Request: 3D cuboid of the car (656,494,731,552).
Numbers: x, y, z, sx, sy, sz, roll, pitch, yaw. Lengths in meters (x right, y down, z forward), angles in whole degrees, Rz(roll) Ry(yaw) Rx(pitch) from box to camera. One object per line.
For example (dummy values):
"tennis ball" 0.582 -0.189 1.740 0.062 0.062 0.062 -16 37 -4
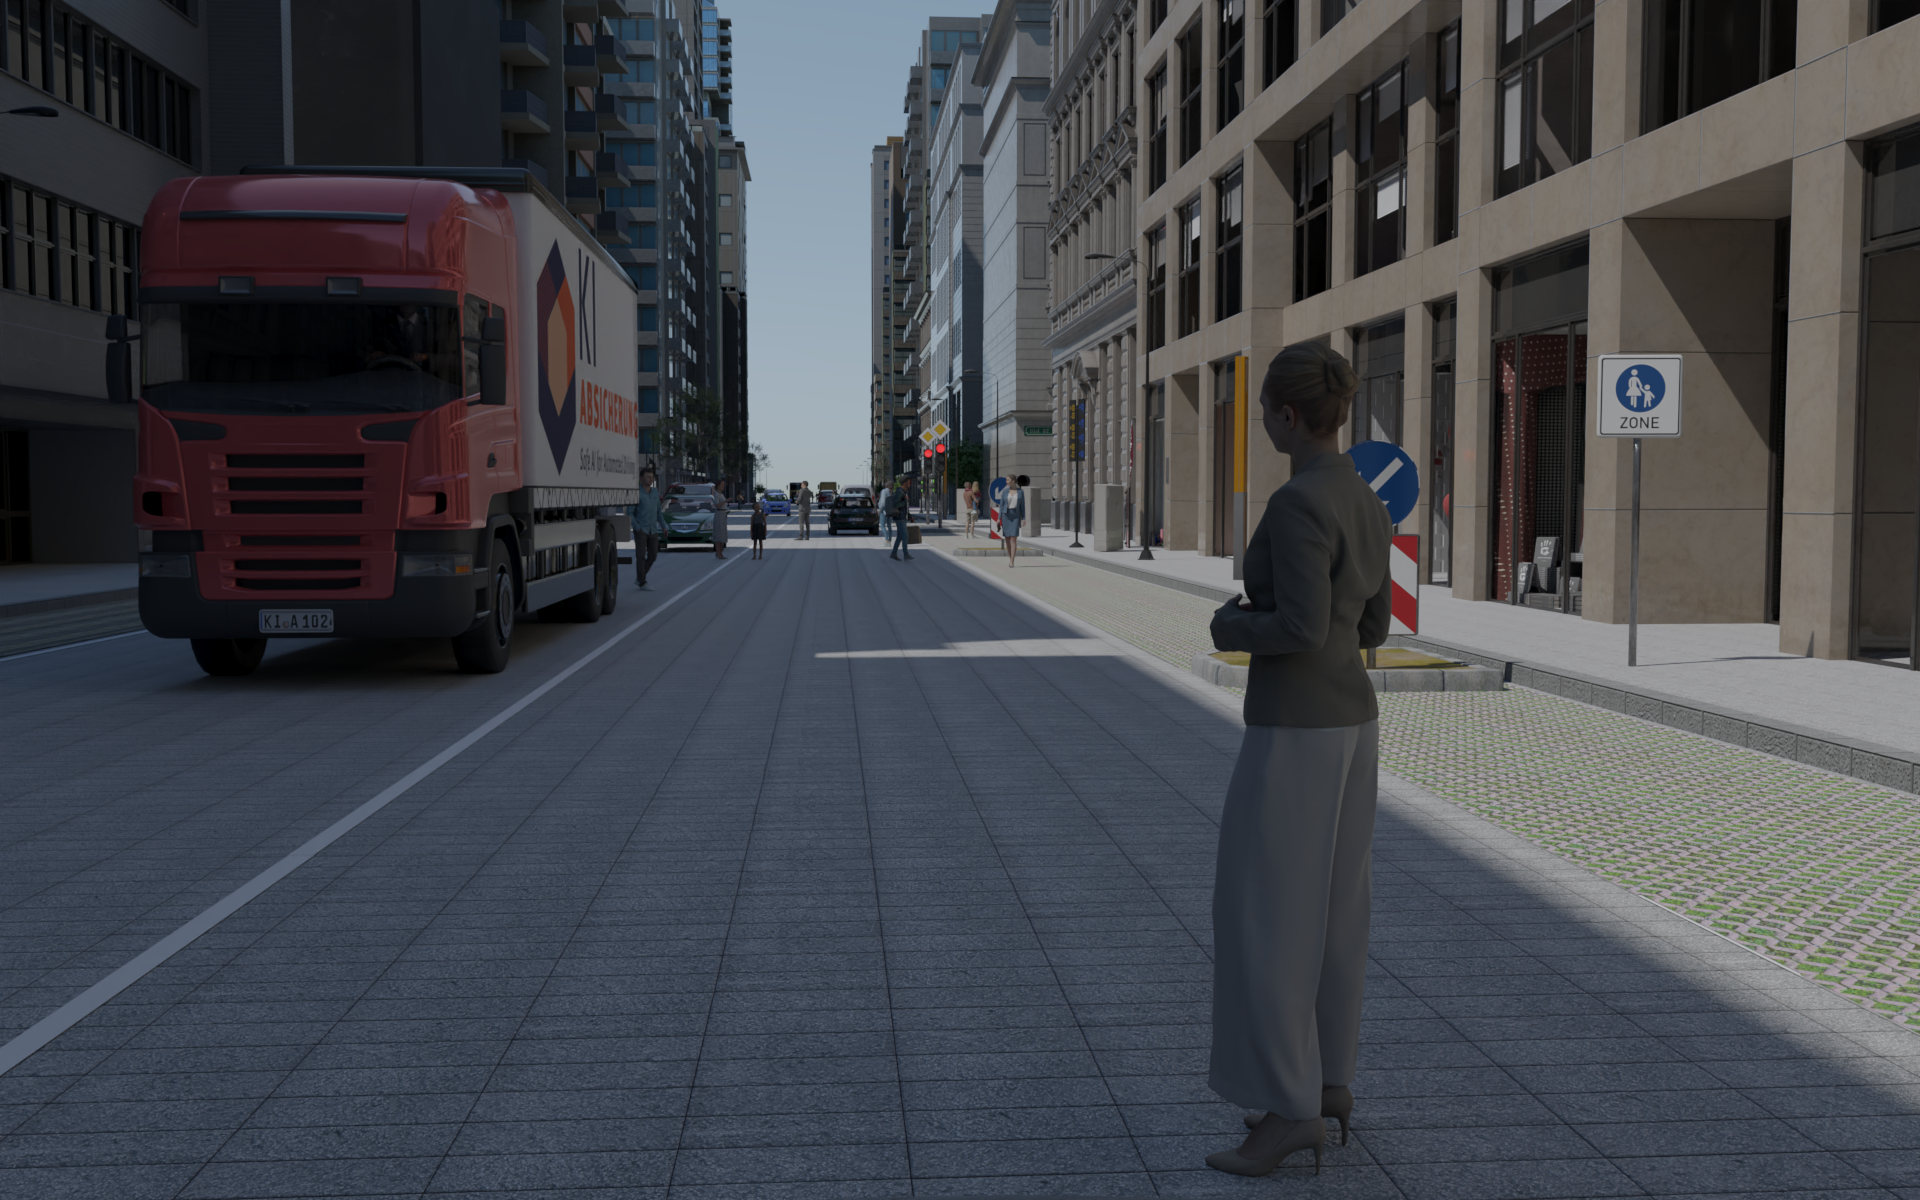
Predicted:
"car" -6.954 -2.001 44.522 2.131 1.459 4.920 0 4 -6

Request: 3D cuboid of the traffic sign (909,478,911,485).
"traffic sign" -4.061 -8.001 130.920 0.768 2.556 0.104 0 4 0

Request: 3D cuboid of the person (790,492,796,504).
"person" -25.243 -15.426 261.427 1.217 1.735 0.721 2 4 34

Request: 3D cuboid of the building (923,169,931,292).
"building" 3.597 -23.560 156.909 14.160 30.474 14.107 0 4 -4

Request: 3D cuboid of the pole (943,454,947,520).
"pole" -0.766 -5.717 87.310 0.158 3.312 0.155 0 3 0

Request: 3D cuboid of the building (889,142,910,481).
"building" -1.648 -34.600 215.827 14.600 45.320 14.200 0 4 -4

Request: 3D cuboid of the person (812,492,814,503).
"person" -23.178 -16.154 272.761 0.705 1.807 1.348 1 4 9

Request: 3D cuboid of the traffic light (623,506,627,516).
"traffic light" -13.890 -5.070 71.814 0.839 4.253 0.868 0 4 -4

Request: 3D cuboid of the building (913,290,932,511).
"building" 1.966 -16.725 138.075 10.561 19.102 19.286 0 4 -4

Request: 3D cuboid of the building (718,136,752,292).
"building" -45.716 -40.862 257.330 28.713 52.752 27.495 0 4 -4

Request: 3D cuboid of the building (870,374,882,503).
"building" 0.519 -25.661 264.596 27.650 21.520 28.899 0 4 -4

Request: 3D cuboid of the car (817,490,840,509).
"car" -12.684 -9.718 167.565 2.281 1.827 5.304 0 4 -3

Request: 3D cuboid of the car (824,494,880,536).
"car" -3.785 -3.146 61.228 2.009 1.686 4.222 0 4 -6

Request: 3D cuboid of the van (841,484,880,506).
"van" -4.504 -4.244 76.402 2.013 2.044 4.112 0 4 -3

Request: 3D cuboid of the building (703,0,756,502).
"building" -44.934 -59.509 285.635 22.319 86.520 31.000 0 4 -4

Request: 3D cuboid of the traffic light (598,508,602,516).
"traffic light" -13.286 -4.583 63.851 0.839 4.253 0.868 0 4 -4

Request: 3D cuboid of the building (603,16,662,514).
"building" -37.393 -26.096 118.551 32.217 40.220 23.993 0 4 -4

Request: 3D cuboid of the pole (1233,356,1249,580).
"pole" 4.178 -1.952 25.753 0.158 3.312 0.155 0 3 0

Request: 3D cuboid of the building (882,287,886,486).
"building" -3.923 -28.749 241.742 14.160 30.474 14.107 0 4 -4

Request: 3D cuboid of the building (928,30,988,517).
"building" 4.358 -20.500 112.674 11.434 29.767 29.804 0 4 -4

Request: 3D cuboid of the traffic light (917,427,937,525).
"traffic light" -1.366 -5.129 72.776 0.839 4.253 0.868 0 4 -4

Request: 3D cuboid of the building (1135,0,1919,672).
"building" 15.264 -13.577 26.505 19.350 26.468 34.151 0 4 -4

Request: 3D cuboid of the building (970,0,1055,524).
"building" 23.161 -18.747 82.927 44.131 29.872 17.030 0 4 -4

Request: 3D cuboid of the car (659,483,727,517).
"car" -8.905 -2.984 57.468 2.281 1.827 5.304 0 4 -2

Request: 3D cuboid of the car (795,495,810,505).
"car" -20.148 -13.023 222.714 2.009 1.686 4.222 0 4 -3

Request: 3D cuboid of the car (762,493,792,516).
"car" -11.841 -6.285 112.342 1.945 1.707 3.694 0 4 -4

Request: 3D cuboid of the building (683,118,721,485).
"building" -32.926 -30.567 183.372 14.154 41.232 14.086 0 4 -4

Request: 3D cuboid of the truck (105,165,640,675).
"truck" -5.052 -1.726 17.141 2.839 4.237 11.283 0 4 -4

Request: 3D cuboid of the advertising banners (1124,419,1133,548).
"advertising banners" 4.020 -2.754 41.221 0.090 3.025 2.074 0 4 2

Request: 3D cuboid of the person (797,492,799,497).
"person" -22.080 -13.859 236.016 0.541 1.710 0.530 -3 5 -44

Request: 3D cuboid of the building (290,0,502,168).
"building" -23.870 -13.815 55.558 15.834 23.373 12.332 0 4 -4

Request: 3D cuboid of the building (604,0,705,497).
"building" -36.330 -33.065 160.227 23.786 49.044 30.456 0 4 -4

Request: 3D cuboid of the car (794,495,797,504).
"car" -22.256 -14.303 242.656 1.959 1.807 4.718 0 4 -3

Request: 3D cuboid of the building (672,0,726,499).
"building" -37.827 -46.557 199.452 20.563 71.187 20.611 0 4 -4

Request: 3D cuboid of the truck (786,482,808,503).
"truck" -26.786 -17.722 285.669 3.469 3.379 9.791 0 4 -4

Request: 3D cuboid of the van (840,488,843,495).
"van" -6.587 -6.017 105.384 2.013 2.044 4.112 0 4 -3

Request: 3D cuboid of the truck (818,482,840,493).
"truck" -20.349 -16.613 267.548 3.469 3.379 9.791 0 4 -3

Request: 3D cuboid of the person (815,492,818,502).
"person" -24.942 -17.943 302.388 0.721 1.766 1.217 2 4 29

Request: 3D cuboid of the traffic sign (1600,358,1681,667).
"traffic sign" 5.003 -0.654 12.823 0.606 2.300 0.079 0 4 3

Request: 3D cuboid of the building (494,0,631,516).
"building" -28.184 -26.301 84.644 22.147 44.769 28.867 0 4 -4

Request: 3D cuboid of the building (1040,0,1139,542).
"building" 8.817 -13.784 54.252 11.050 23.489 19.941 0 4 -4

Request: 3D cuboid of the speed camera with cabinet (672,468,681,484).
"speed camera with cabinet" -21.170 -8.477 132.940 0.660 3.252 2.038 3 5 42

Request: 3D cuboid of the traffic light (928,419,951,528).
"traffic light" -0.762 -4.642 64.814 0.839 4.253 0.868 0 4 -4

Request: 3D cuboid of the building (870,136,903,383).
"building" -4.397 -45.852 291.678 21.231 58.520 28.212 0 4 -4

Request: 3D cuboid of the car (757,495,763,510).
"car" -17.341 -8.841 156.904 2.083 1.381 4.827 0 4 -5

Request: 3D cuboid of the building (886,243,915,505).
"building" -0.964 -26.267 201.171 14.160 30.474 14.107 0 4 -4

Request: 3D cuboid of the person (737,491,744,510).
"person" -19.329 -8.750 152.284 0.721 1.735 1.217 -2 4 -34

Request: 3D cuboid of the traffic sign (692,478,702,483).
"traffic sign" -20.347 -8.200 134.180 0.768 2.556 0.104 0 4 3

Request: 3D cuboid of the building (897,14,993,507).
"building" 5.627 -34.201 178.799 23.786 49.044 30.456 0 4 -4

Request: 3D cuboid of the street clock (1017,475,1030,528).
"street clock" 2.370 -3.683 64.794 0.471 2.002 0.358 2 4 29

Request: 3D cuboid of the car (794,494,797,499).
"car" -25.309 -16.140 273.680 2.009 1.686 4.222 0 4 -3

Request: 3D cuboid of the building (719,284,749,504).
"building" -36.407 -28.473 237.231 14.160 30.474 14.107 0 4 -4

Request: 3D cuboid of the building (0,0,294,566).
"building" -20.329 -12.455 22.711 14.314 24.678 30.058 0 4 -4

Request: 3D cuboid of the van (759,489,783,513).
"van" -14.519 -7.791 134.388 2.013 2.044 4.112 0 4 -2
